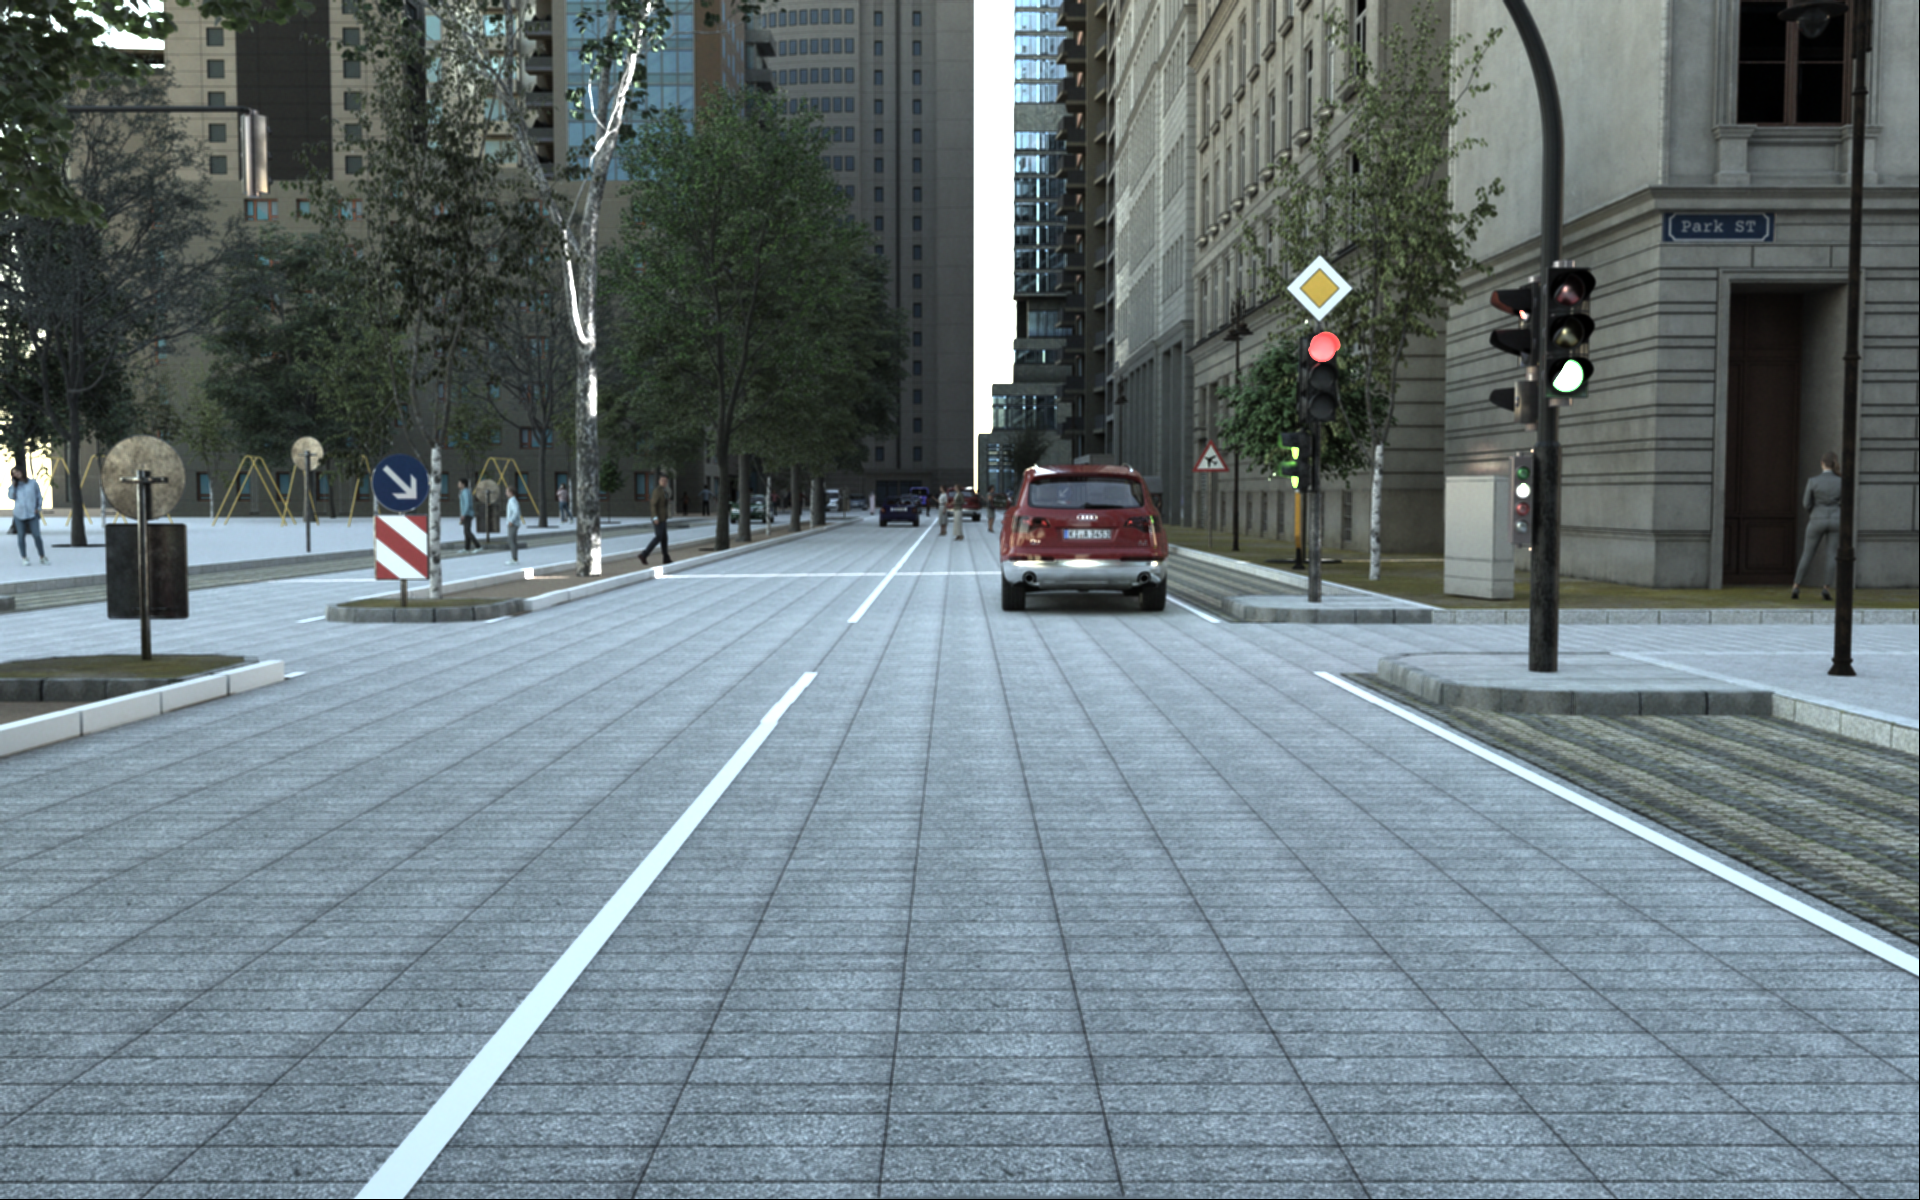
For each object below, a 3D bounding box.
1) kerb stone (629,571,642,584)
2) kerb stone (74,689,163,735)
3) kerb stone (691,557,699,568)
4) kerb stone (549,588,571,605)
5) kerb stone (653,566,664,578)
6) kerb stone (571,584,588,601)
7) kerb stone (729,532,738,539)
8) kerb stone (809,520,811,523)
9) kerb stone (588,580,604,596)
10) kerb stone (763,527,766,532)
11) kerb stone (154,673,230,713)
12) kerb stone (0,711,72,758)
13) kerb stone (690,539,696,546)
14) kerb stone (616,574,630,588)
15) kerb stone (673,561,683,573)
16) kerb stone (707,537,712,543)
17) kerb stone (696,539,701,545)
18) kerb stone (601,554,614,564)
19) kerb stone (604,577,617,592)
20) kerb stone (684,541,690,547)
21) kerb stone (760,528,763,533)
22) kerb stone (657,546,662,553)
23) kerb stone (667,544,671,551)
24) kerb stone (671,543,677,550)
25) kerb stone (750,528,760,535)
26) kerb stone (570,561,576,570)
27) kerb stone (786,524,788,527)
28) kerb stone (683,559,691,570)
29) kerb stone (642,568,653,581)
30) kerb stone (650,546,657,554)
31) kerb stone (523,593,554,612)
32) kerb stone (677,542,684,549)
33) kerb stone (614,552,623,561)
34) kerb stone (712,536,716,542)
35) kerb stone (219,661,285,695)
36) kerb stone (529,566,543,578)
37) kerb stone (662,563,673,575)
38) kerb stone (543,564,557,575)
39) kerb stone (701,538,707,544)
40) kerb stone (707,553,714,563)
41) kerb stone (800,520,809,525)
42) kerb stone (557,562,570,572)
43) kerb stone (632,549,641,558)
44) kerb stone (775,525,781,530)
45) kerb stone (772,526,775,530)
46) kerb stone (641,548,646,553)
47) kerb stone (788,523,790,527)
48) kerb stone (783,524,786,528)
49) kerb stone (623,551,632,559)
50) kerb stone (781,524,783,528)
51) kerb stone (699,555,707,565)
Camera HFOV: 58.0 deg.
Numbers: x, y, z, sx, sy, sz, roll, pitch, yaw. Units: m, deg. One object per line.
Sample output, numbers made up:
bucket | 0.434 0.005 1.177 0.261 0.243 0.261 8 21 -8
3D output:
kerb stone | -5.287 -0.341 27.763 0.120 0.150 1.000 0 3 0
kerb stone | -5.265 0.699 10.773 0.120 0.150 1.000 0 3 0
kerb stone | -5.296 -0.717 33.915 0.120 0.150 1.000 0 3 0
kerb stone | -5.290 -0.027 22.639 0.120 0.150 1.000 0 3 0
kerb stone | -5.288 -0.462 29.808 0.120 0.150 1.000 0 3 0
kerb stone | -5.278 -0.085 23.661 0.120 0.150 1.000 0 3 0
kerb stone | -7.414 -2.095 56.443 0.120 0.150 1.000 0 3 0
kerb stone | -7.452 -3.786 84.097 0.120 0.150 1.000 0 3 0
kerb stone | -5.275 -0.153 24.692 0.120 0.150 1.000 0 3 0
kerb stone | -7.430 -2.596 64.638 0.120 0.150 1.000 0 3 0
kerb stone | -5.268 0.639 11.805 0.120 0.150 1.000 0 3 0
kerb stone | -5.265 0.761 9.745 0.120 0.150 1.000 0 3 0
kerb stone | -7.412 -1.531 47.222 0.120 0.150 1.000 0 3 0
kerb stone | -5.290 -0.278 26.741 0.120 0.150 1.000 0 3 0
kerb stone | -5.292 -0.592 31.868 0.120 0.150 1.000 0 3 0
kerb stone | -7.412 -1.718 50.292 0.120 0.150 1.000 0 3 0
kerb stone | -7.411 -1.593 48.248 0.120 0.150 1.000 0 3 0
kerb stone | -7.399 -0.842 35.954 0.120 0.150 1.000 0 3 0
kerb stone | -5.285 -0.215 25.719 0.120 0.150 1.000 0 3 0
kerb stone | -7.405 -1.463 46.200 0.120 0.150 1.000 0 3 0
kerb stone | -7.428 -2.533 63.615 0.120 0.150 1.000 0 3 0
kerb stone | -7.402 -1.216 42.105 0.120 0.150 1.000 0 3 0
kerb stone | -7.401 -1.278 43.127 0.120 0.150 1.000 0 3 0
kerb stone | -7.411 -1.343 44.149 0.120 0.150 1.000 0 3 0
kerb stone | -7.422 -2.467 62.588 0.120 0.150 1.000 0 3 0
kerb stone | -7.394 -0.647 32.883 0.120 0.150 1.000 0 3 0
kerb stone | -7.435 -3.097 72.833 0.120 0.150 1.000 0 3 0
kerb stone | -5.297 -0.654 32.890 0.120 0.150 1.000 0 3 0
kerb stone | -5.294 -0.398 28.786 0.120 0.150 1.000 0 3 0
kerb stone | -7.403 -1.155 41.075 0.120 0.150 1.000 0 3 0
kerb stone | -5.274 0.043 21.605 0.120 0.150 1.000 0 3 0
kerb stone | -7.402 -1.405 45.172 0.120 0.150 1.000 0 3 0
kerb stone | -7.401 -0.904 36.978 0.120 0.150 1.000 0 3 0
kerb stone | -7.415 -1.781 51.315 0.120 0.150 1.000 0 3 0
kerb stone | -5.264 0.572 12.840 0.120 0.150 1.000 0 3 0
kerb stone | -7.392 -0.465 29.800 0.120 0.150 1.000 0 3 0
kerb stone | -5.292 -0.529 30.845 0.120 0.150 1.000 0 3 0
kerb stone | -7.394 -0.525 30.829 0.120 0.150 1.000 0 3 0
kerb stone | -7.408 -1.656 49.270 0.120 0.150 1.000 0 3 0
kerb stone | -5.294 -0.838 35.960 0.120 0.150 1.000 0 3 0
kerb stone | -7.448 -3.723 83.067 0.120 0.150 1.000 0 3 0
kerb stone | -7.387 -0.591 31.855 0.120 0.150 1.000 0 3 0
kerb stone | -7.399 -1.029 39.023 0.120 0.150 1.000 0 3 0
kerb stone | -7.444 -2.905 69.766 0.120 0.150 1.000 0 3 0
kerb stone | -7.439 -2.784 67.713 0.120 0.150 1.000 0 3 0
kerb stone | -7.400 -1.089 40.045 0.120 0.150 1.000 0 3 0
kerb stone | -7.449 -3.158 73.855 0.120 0.150 1.000 0 3 0
kerb stone | -7.441 -3.035 71.810 0.120 0.150 1.000 0 3 0
kerb stone | -7.408 -0.965 38.000 0.120 0.150 1.000 0 3 0
kerb stone | -7.439 -2.972 70.788 0.120 0.150 1.000 0 3 0
kerb stone | -5.295 -0.779 34.937 0.120 0.150 1.000 0 3 0
